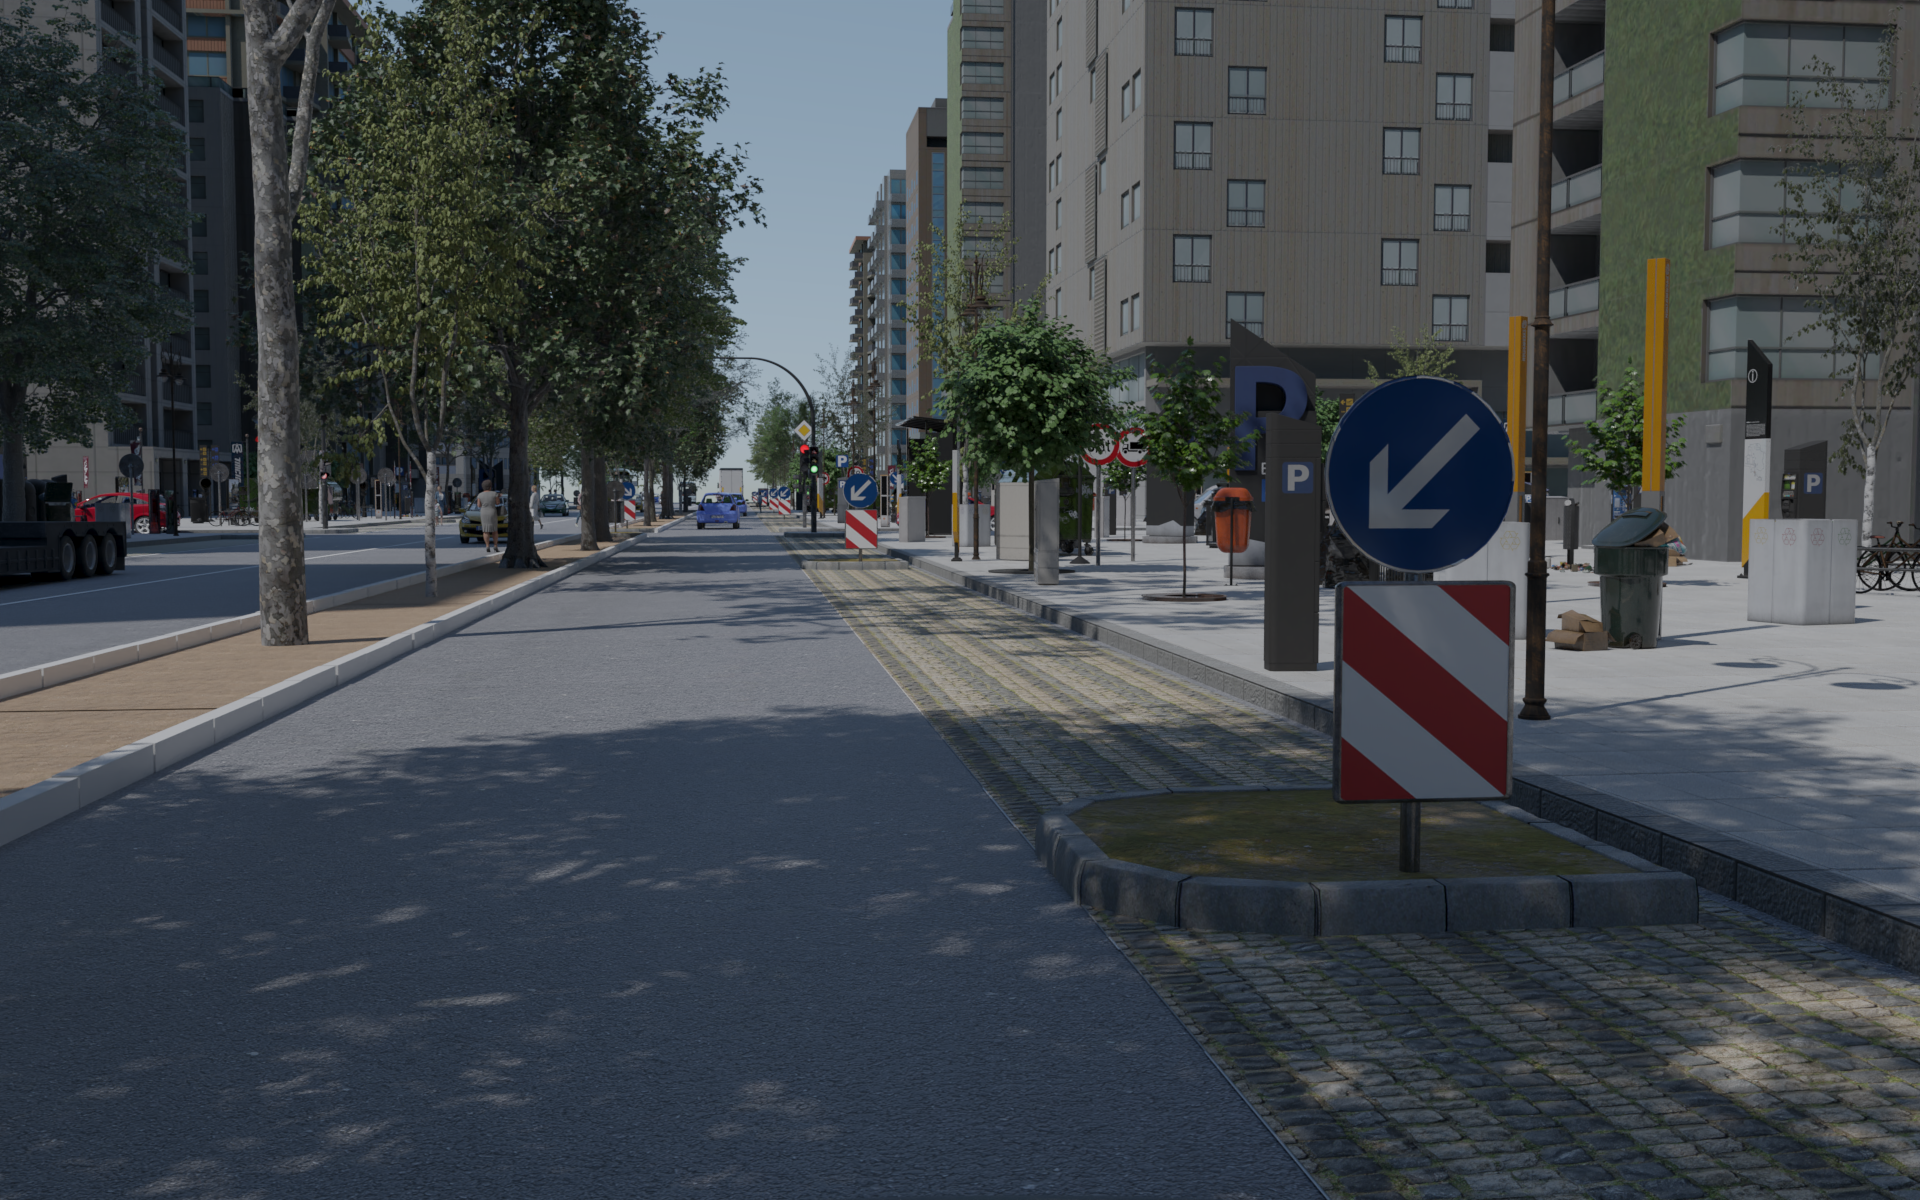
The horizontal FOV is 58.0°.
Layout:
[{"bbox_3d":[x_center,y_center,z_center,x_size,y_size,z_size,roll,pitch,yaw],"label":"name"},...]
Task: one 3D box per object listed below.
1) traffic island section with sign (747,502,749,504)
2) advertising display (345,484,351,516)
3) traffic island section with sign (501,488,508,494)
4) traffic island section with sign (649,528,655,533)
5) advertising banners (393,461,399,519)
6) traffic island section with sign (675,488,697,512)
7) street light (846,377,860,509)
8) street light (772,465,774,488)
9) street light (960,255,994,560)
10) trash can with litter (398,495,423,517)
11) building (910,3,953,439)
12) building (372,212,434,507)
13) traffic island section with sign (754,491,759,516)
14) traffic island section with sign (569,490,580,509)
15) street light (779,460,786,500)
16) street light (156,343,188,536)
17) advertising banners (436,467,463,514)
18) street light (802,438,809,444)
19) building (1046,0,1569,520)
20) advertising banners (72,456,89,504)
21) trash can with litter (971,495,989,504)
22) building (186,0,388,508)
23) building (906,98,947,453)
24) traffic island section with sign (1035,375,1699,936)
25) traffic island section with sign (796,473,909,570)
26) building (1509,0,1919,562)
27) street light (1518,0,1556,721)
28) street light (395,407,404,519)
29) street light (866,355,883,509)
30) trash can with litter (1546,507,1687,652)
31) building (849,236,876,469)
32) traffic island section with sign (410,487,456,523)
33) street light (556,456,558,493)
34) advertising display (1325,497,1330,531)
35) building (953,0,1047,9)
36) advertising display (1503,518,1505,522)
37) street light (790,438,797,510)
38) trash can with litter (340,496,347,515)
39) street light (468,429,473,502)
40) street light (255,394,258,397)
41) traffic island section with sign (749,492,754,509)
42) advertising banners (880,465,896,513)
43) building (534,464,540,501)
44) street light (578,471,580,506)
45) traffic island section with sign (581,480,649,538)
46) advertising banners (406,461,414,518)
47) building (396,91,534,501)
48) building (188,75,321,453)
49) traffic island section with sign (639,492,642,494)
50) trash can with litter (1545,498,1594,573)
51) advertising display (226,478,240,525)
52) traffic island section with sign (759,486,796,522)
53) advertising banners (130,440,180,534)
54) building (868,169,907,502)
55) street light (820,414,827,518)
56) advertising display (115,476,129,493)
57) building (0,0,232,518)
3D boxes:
[{"bbox_3d":[-22.195,-11.160,191.101,1.989,1.847,2.006,0,4,-7],"label":"traffic island section with sign"},{"bbox_3d":[-35.889,-5.893,101.567,0.123,1.923,0.974,-1,4,-10],"label":"advertising display"},{"bbox_3d":[-29.659,-6.390,113.105,1.989,1.847,2.006,0,4,-7],"label":"traffic island section with sign"},{"bbox_3d":[-12.393,-3.459,64.690,2.006,1.907,1.989,0,4,-7],"label":"traffic island section with sign"},{"bbox_3d":[-29.480,-5.755,90.288,0.090,3.025,2.074,-1,4,-16],"label":"advertising banners"},{"bbox_3d":[-21.912,-8.018,139.225,2.006,1.907,1.989,0,4,-7],"label":"traffic island section with sign"},{"bbox_3d":[-4.223,-5.861,68.610,0.468,5.910,1.993,0,4,-7],"label":"street light"},{"bbox_3d":[-22.990,-14.863,215.791,0.468,5.910,1.993,0,4,-7],"label":"street light"},{"bbox_3d":[0.315,-3.723,33.654,0.468,5.910,1.993,0,4,-7],"label":"street light"},{"bbox_3d":[-30.733,-5.272,97.249,1.678,1.210,2.233,1,4,9],"label":"trash can with litter"},{"bbox_3d":[7.530,-52.693,174.194,22.319,86.520,31.000,0,4,-7],"label":"building"},{"bbox_3d":[-60.412,-24.420,170.966,14.160,30.474,14.107,0,4,-7],"label":"building"},{"bbox_3d":[-12.484,-6.509,115.048,1.989,1.847,2.006,0,4,-7],"label":"traffic island section with sign"},{"bbox_3d":[-36.007,-9.436,162.904,1.989,1.847,2.006,0,4,-7],"label":"traffic island section with sign"},{"bbox_3d":[-16.984,-11.937,167.957,0.468,5.910,1.993,0,4,-7],"label":"street light"},{"bbox_3d":[-23.985,-4.895,52.818,0.468,5.910,1.993,0,4,-7],"label":"street light"},{"bbox_3d":[-32.850,-7.018,110.930,2.074,3.025,0.090,-3,5,-43],"label":"advertising banners"},{"bbox_3d":[-10.356,-8.793,116.546,0.468,5.910,1.993,0,4,-7],"label":"street light"},{"bbox_3d":[20.011,-31.101,97.746,27.495,52.752,28.713,0,4,-7],"label":"building"},{"bbox_3d":[-40.710,-5.126,79.990,2.074,3.025,0.090,3,4,38],"label":"advertising banners"},{"bbox_3d":[1.146,-5.423,99.722,2.233,1.210,1.678,2,4,28],"label":"trash can with litter"},{"bbox_3d":[-62.256,-30.195,148.319,22.147,44.769,28.867,0,4,-7],"label":"building"},{"bbox_3d":[1.422,-33.474,197.416,14.600,45.320,14.200,0,4,-7],"label":"building"},{"bbox_3d":[1.340,0.127,6.548,1.989,1.847,2.006,0,4,-7],"label":"traffic island section with sign"},{"bbox_3d":[-2.072,-1.514,33.389,1.989,1.847,2.006,0,4,-7],"label":"traffic island section with sign"},{"bbox_3d":[20.548,-21.740,39.038,14.154,41.232,14.086,0,4,-7],"label":"building"},{"bbox_3d":[3.281,-2.259,9.717,0.468,5.910,1.993,0,4,-7],"label":"street light"},{"bbox_3d":[-28.265,-7.005,87.323,0.468,5.910,1.993,0,4,-7],"label":"street light"},{"bbox_3d":[-2.857,-5.194,57.714,0.468,5.910,1.993,0,4,-7],"label":"street light"},{"bbox_3d":[5.416,-0.180,14.325,1.055,1.170,0.624,-2,4,-28],"label":"trash can with litter"},{"bbox_3d":[-6.974,-38.695,287.292,22.147,44.769,28.867,0,4,-7],"label":"building"},{"bbox_3d":[-26.246,-4.755,86.366,1.989,1.847,2.006,0,4,-7],"label":"traffic island section with sign"},{"bbox_3d":[-38.031,-11.640,163.095,0.468,5.910,1.993,0,4,-7],"label":"street light"},{"bbox_3d":[8.953,-2.309,42.968,0.974,1.923,0.123,0,4,-7],"label":"advertising display"},{"bbox_3d":[6.226,-27.575,134.454,14.154,41.232,14.086,0,4,-7],"label":"building"},{"bbox_3d":[10.948,-1.789,34.460,0.123,1.923,0.974,0,4,8],"label":"advertising display"},{"bbox_3d":[-13.842,-10.462,143.843,0.468,5.910,1.993,0,4,-7],"label":"street light"},{"bbox_3d":[-37.754,-5.813,106.106,1.678,1.210,2.233,0,4,-1],"label":"trash can with litter"},{"bbox_3d":[-31.525,-8.497,111.714,0.468,5.910,1.993,0,4,-7],"label":"street light"},{"bbox_3d":[-25.432,-5.557,63.652,0.468,5.910,1.993,0,4,-7],"label":"street light"},{"bbox_3d":[-18.695,-9.482,163.656,1.989,1.847,2.006,0,4,-7],"label":"traffic island section with sign"},{"bbox_3d":[-4.859,-6.622,104.455,2.074,3.025,0.090,-1,4,-12],"label":"advertising banners"},{"bbox_3d":[-72.836,-30.288,266.910,14.160,30.474,14.107,0,4,-7],"label":"building"},{"bbox_3d":[-41.096,-13.086,186.736,0.468,5.910,1.993,0,4,-7],"label":"street light"},{"bbox_3d":[-11.465,-3.009,57.341,2.006,1.907,1.989,0,4,-7],"label":"traffic island section with sign"},{"bbox_3d":[-29.453,-5.921,93.003,0.090,3.025,2.074,-1,4,-14],"label":"advertising banners"},{"bbox_3d":[-72.967,-42.976,244.649,21.231,58.520,28.212,0,4,-7],"label":"building"},{"bbox_3d":[-54.512,-21.486,122.992,14.160,30.474,14.107,0,4,-7],"label":"building"},{"bbox_3d":[-49.872,-16.080,271.527,1.989,1.847,2.006,0,4,-7],"label":"traffic island section with sign"},{"bbox_3d":[10.214,-1.107,29.155,1.678,1.210,2.233,1,4,13],"label":"trash can with litter"},{"bbox_3d":[-29.967,-4.048,71.400,0.123,1.923,0.974,0,4,2],"label":"advertising display"},{"bbox_3d":[-9.072,-4.867,88.204,1.989,1.847,2.006,0,4,-7],"label":"traffic island section with sign"},{"bbox_3d":[-25.930,-3.642,55.732,2.074,3.025,0.090,2,4,24],"label":"advertising banners"},{"bbox_3d":[-1.942,-38.950,256.443,23.786,49.044,30.456,0,4,-7],"label":"building"},{"bbox_3d":[-7.262,-7.318,92.438,0.468,5.910,1.993,0,4,-7],"label":"street light"},{"bbox_3d":[-30.649,-3.558,63.391,0.123,1.923,0.974,0,4,-5],"label":"advertising display"},{"bbox_3d":[-53.084,-40.255,96.415,20.563,71.187,20.611,0,4,-7],"label":"building"}]
